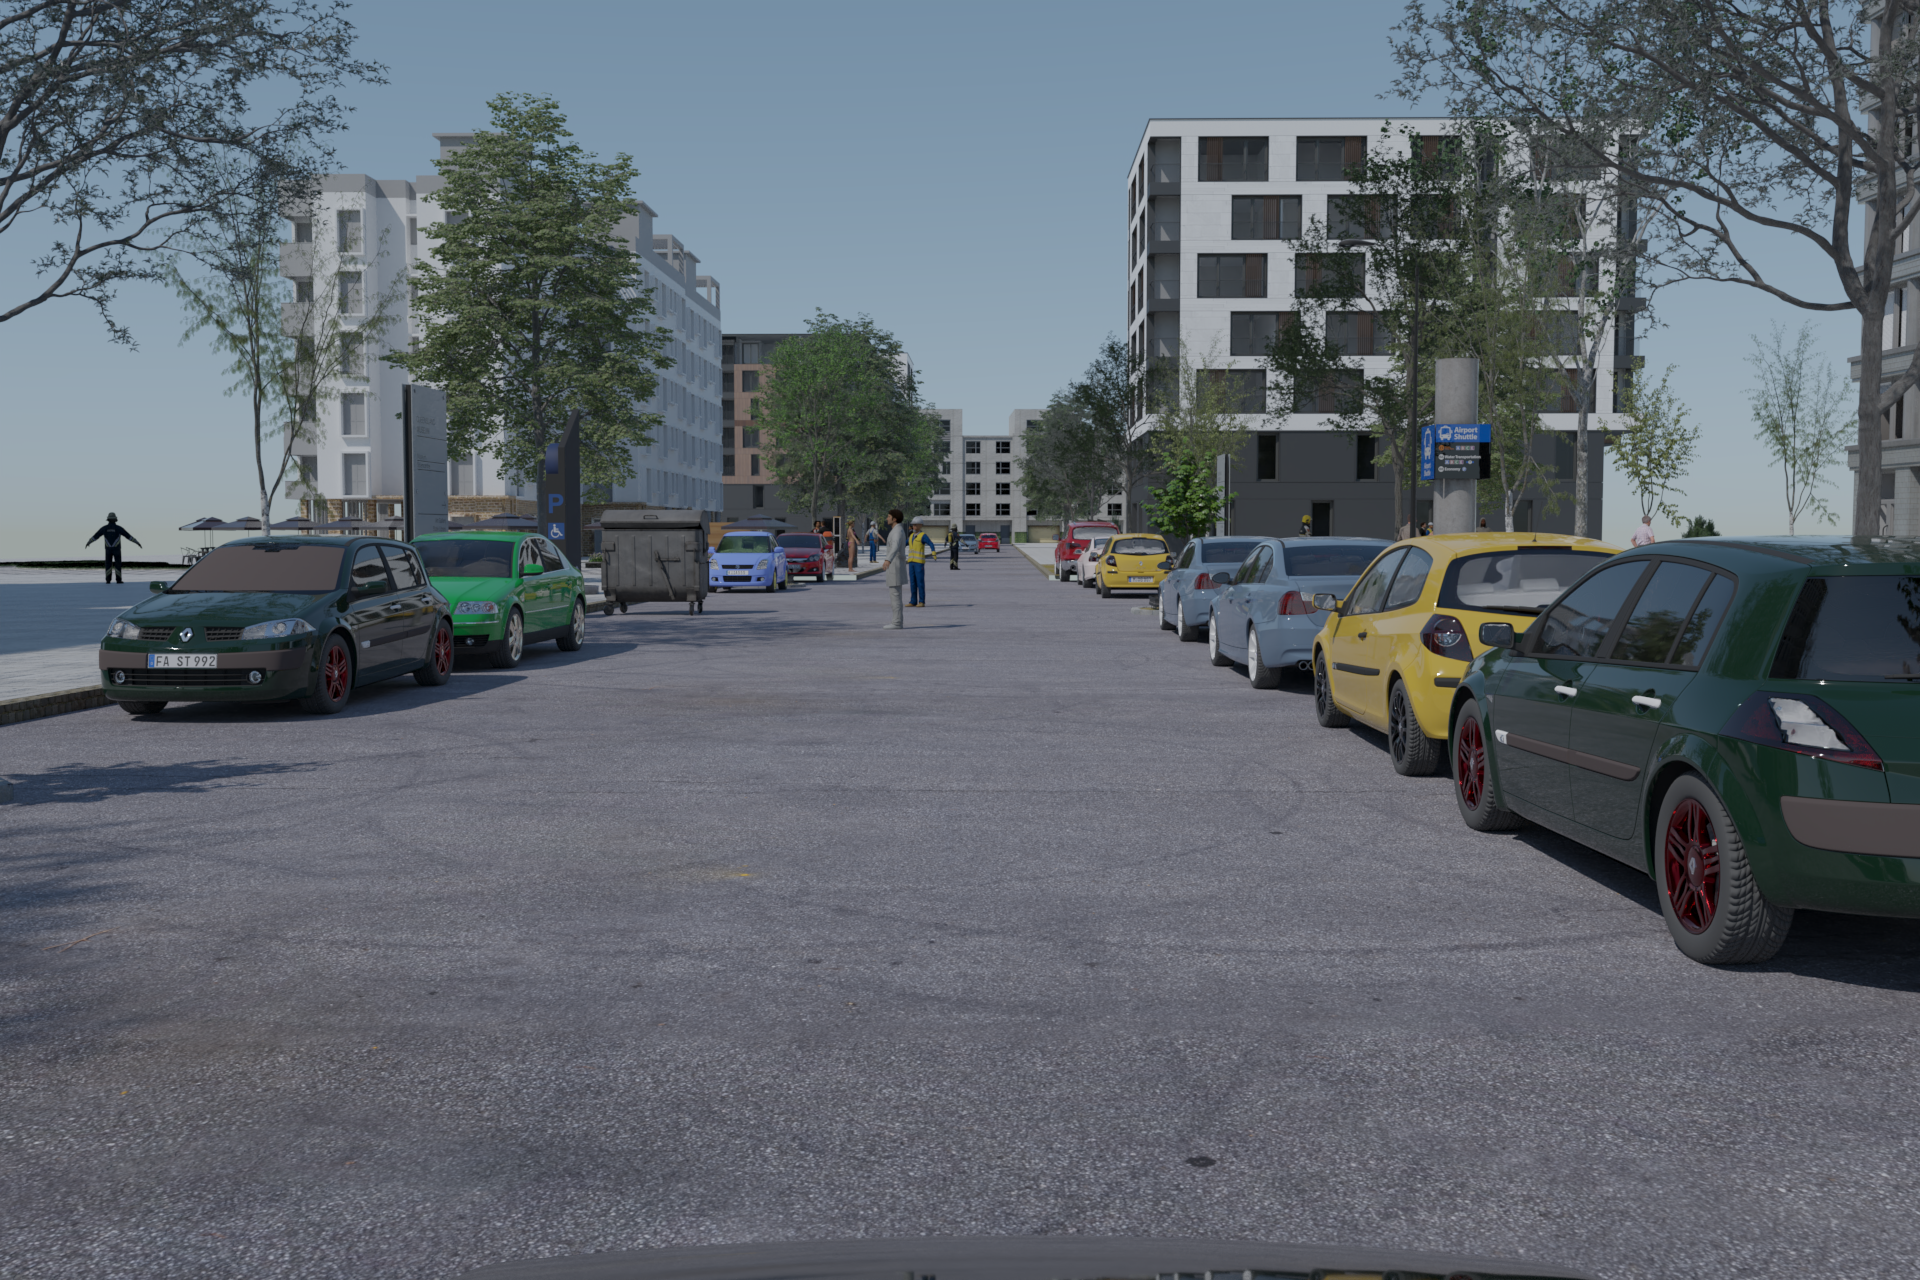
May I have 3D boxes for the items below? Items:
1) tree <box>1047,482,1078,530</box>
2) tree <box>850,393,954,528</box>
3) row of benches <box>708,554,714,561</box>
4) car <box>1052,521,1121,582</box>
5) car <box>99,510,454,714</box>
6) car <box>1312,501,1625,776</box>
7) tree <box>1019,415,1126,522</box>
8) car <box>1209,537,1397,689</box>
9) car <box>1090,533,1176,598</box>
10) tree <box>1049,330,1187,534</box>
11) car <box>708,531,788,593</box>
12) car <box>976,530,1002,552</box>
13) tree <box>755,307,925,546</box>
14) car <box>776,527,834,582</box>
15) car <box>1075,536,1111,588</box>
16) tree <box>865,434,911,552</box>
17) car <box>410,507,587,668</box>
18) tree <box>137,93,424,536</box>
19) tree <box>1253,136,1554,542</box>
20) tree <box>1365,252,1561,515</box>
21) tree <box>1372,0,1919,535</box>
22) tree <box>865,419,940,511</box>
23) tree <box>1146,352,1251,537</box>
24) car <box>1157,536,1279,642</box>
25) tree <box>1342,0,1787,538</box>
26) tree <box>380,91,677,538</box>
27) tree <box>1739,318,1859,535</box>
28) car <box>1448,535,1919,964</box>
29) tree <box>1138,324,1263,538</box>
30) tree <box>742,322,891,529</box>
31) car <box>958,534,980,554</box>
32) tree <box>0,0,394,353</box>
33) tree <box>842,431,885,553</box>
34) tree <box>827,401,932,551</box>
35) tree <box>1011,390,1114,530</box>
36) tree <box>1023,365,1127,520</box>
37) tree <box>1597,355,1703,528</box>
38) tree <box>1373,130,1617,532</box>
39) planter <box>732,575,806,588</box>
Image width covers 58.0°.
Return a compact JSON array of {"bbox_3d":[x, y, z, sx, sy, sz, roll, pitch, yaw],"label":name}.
[{"bbox_3d":[9.611,-12.740,158.655,4.360,8.622,3.978,0,3,0],"label":"tree"},{"bbox_3d":[-5.487,-15.310,156.976,9.857,13.997,8.962,0,3,0],"label":"tree"},{"bbox_3d":[-7.663,-2.378,54.344,1.422,0.672,4.104,-3,5,-44],"label":"row of benches"},{"bbox_3d":[4.014,-2.738,53.440,2.281,1.827,5.304,0,4,0],"label":"car"},{"bbox_3d":[-5.768,-0.321,15.027,2.009,1.686,4.222,0,4,2],"label":"car"},{"bbox_3d":[3.481,-0.088,11.661,2.015,1.641,3.980,0,4,2],"label":"car"},{"bbox_3d":[8.950,-12.277,135.144,8.767,10.594,7.601,0,4,-4],"label":"tree"},{"bbox_3d":[3.583,-0.324,17.293,2.014,1.417,4.499,0,4,1],"label":"car"},{"bbox_3d":[4.032,-1.817,39.937,2.015,1.641,3.980,0,4,2],"label":"car"},{"bbox_3d":[7.615,-8.896,79.861,7.601,10.594,8.767,0,4,-5],"label":"tree"},{"bbox_3d":[-5.319,-2.067,43.387,1.945,1.707,3.694,0,4,1],"label":"car"},{"bbox_3d":[2.231,-7.786,136.341,2.155,1.783,4.494,0,4,1],"label":"car"},{"bbox_3d":[-6.685,-11.732,98.477,9.857,13.997,8.962,0,3,0],"label":"tree"},{"bbox_3d":[-4.877,-2.672,52.730,2.155,1.783,4.494,0,4,2],"label":"car"},{"bbox_3d":[4.203,-2.136,47.291,2.083,1.381,4.827,0,4,1],"label":"car"},{"bbox_3d":[-5.621,-10.477,121.667,4.737,8.622,4.395,0,3,0],"label":"tree"},{"bbox_3d":[-5.580,-0.678,19.886,1.959,1.807,4.718,0,4,1],"label":"car"},{"bbox_3d":[-12.070,-4.833,29.383,4.360,8.622,3.978,0,3,0],"label":"tree"},{"bbox_3d":[10.339,-6.556,41.596,7.601,10.594,8.767,-2,4,-27],"label":"tree"},{"bbox_3d":[20.245,-9.274,69.757,7.486,12.596,7.792,0,3,0],"label":"tree"},{"bbox_3d":[9.719,-6.584,18.012,12.009,13.543,11.850,0,3,0],"label":"tree"},{"bbox_3d":[-5.499,-13.420,145.179,9.928,11.665,9.643,0,3,0],"label":"tree"},{"bbox_3d":[9.792,-7.280,69.391,4.737,8.622,4.395,0,3,0],"label":"tree"},{"bbox_3d":[3.818,-0.753,24.311,2.014,1.417,4.499,0,4,1],"label":"car"},{"bbox_3d":[19.094,-12.297,56.944,12.611,20.169,13.585,0,3,0],"label":"tree"},{"bbox_3d":[-11.316,-7.790,45.492,7.486,12.596,7.792,0,3,0],"label":"tree"},{"bbox_3d":[28.429,-6.665,59.336,4.360,8.622,3.978,0,3,0],"label":"tree"},{"bbox_3d":[3.301,0.161,7.151,2.009,1.686,4.222,0,4,1],"label":"car"},{"bbox_3d":[8.067,-6.805,61.617,4.360,8.622,3.978,0,3,0],"label":"tree"},{"bbox_3d":[-7.072,-9.731,84.861,9.928,11.665,9.643,0,3,0],"label":"tree"},{"bbox_3d":[0.434,-6.829,123.653,2.014,1.417,4.499,0,4,2],"label":"car"},{"bbox_3d":[-11.521,-6.652,19.138,12.009,13.543,11.850,0,3,0],"label":"tree"},{"bbox_3d":[-6.405,-10.066,114.939,4.737,8.622,4.395,0,3,0],"label":"tree"},{"bbox_3d":[-6.075,-12.487,129.910,9.928,11.665,9.643,0,3,0],"label":"tree"},{"bbox_3d":[9.126,-14.866,149.717,9.857,13.997,8.962,0,3,0],"label":"tree"},{"bbox_3d":[9.595,-13.082,124.260,12.009,13.543,11.850,0,3,0],"label":"tree"},{"bbox_3d":[28.056,-7.350,70.542,4.737,8.622,4.395,0,3,0],"label":"tree"},{"bbox_3d":[10.210,-4.962,31.489,4.360,8.622,3.978,0,3,0],"label":"tree"},{"bbox_3d":[-5.217,-1.577,46.925,1.991,0.319,1.994,0,4,1],"label":"planter"}]
